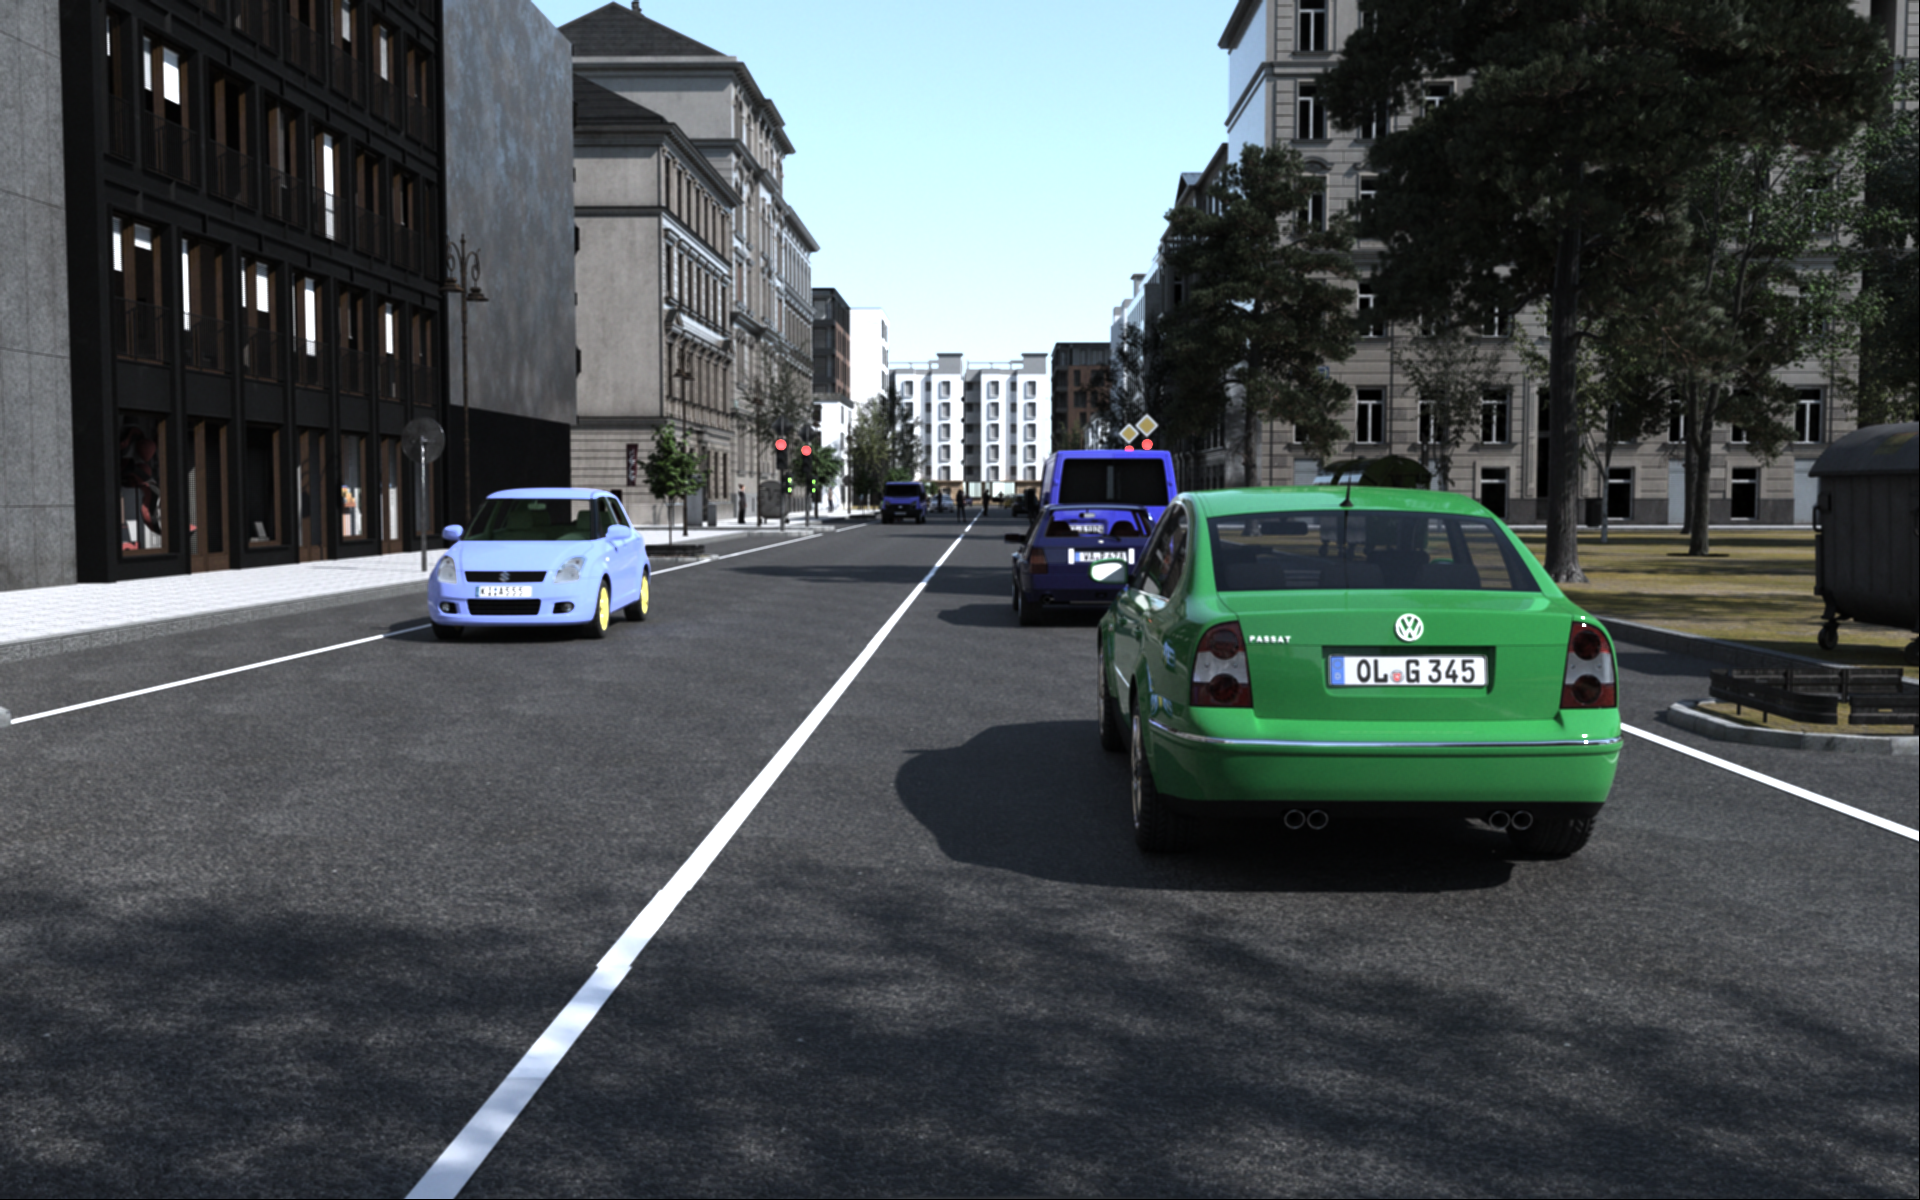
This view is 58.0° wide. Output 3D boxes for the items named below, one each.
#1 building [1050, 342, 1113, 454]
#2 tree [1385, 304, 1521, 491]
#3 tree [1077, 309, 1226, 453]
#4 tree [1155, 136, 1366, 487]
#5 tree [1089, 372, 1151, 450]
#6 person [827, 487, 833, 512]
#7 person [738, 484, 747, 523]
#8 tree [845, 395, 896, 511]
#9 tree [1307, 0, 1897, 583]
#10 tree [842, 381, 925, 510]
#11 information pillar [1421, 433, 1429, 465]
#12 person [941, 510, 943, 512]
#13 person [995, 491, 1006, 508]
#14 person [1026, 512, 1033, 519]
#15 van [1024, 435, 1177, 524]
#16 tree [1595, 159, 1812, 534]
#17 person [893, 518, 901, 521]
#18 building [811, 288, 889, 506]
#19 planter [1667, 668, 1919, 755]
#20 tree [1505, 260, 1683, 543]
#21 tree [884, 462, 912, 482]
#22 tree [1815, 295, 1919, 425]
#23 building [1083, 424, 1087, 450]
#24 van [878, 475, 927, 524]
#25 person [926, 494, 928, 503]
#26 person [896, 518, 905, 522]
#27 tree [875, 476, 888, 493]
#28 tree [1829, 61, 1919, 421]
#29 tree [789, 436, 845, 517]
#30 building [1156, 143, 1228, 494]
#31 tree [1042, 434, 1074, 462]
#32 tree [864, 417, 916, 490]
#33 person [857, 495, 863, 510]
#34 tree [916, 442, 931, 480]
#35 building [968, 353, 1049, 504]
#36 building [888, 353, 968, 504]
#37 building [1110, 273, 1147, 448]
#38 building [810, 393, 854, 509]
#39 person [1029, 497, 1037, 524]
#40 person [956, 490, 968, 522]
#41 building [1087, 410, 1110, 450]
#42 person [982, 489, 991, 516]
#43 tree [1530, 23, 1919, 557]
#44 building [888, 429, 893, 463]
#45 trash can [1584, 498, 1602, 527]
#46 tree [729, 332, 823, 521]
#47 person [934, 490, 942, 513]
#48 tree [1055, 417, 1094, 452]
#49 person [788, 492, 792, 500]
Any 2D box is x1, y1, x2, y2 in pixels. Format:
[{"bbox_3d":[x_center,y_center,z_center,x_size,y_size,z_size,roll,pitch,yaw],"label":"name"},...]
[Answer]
[{"bbox_3d":[29.431,-24.427,243.349,32.646,21.610,27.936,0,4,1],"label":"building"},{"bbox_3d":[16.241,-6.555,57.544,4.360,8.622,3.978,0,3,0],"label":"tree"},{"bbox_3d":[10.129,-9.306,86.572,8.767,10.594,7.601,0,4,3],"label":"tree"},{"bbox_3d":[8.868,-7.986,52.625,6.751,12.117,7.091,0,3,0],"label":"tree"},{"bbox_3d":[9.950,-9.455,104.947,4.360,8.622,3.978,0,3,0],"label":"tree"},{"bbox_3d":[-9.286,-7.087,122.440,0.750,1.759,0.617,3,4,39],"label":"person"},{"bbox_3d":[-9.423,-4.189,75.343,0.445,1.727,0.742,-2,4,-23],"label":"person"},{"bbox_3d":[-6.843,-10.987,130.001,4.737,8.622,4.395,0,3,0],"label":"tree"},{"bbox_3d":[9.052,-7.200,25.136,7.806,13.903,7.818,0,3,0],"label":"tree"},{"bbox_3d":[-6.244,-12.715,142.295,7.601,10.594,8.767,1,4,8],"label":"tree"},{"bbox_3d":[17.882,-4.607,66.681,0.183,3.616,0.504,3,5,40],"label":"information pillar"},{"bbox_3d":[-1.521,-7.827,139.707,0.421,1.427,0.697,-3,5,-45],"label":"person"},{"bbox_3d":[4.249,-10.445,179.406,1.348,1.807,0.705,1,4,10],"label":"person"},{"bbox_3d":[4.053,-5.526,100.319,0.593,1.643,0.415,1,4,21],"label":"person"},{"bbox_3d":[2.142,-1.345,26.379,2.240,2.365,5.245,0,4,1],"label":"van"},{"bbox_3d":[23.368,-8.138,55.108,6.751,12.117,7.091,0,3,0],"label":"tree"},{"bbox_3d":[-3.309,-4.931,90.997,0.647,1.594,0.662,3,5,44],"label":"person"},{"bbox_3d":[-22.597,-21.043,188.032,27.936,21.610,32.646,0,4,1],"label":"building"},{"bbox_3d":[5.437,0.651,10.495,1.991,0.319,1.994,0,4,1],"label":"planter"},{"bbox_3d":[16.899,-5.834,45.754,4.737,8.622,4.395,0,3,0],"label":"tree"},{"bbox_3d":[-6.326,-11.801,176.666,4.285,4.588,4.351,0,3,0],"label":"tree"},{"bbox_3d":[29.981,-6.416,55.259,4.737,8.622,4.395,0,3,0],"label":"tree"},{"bbox_3d":[19.526,-15.895,202.031,9.099,9.664,28.070,0,4,1],"label":"building"},{"bbox_3d":[-2.708,-4.885,84.254,2.240,2.365,5.245,0,4,2],"label":"van"},{"bbox_3d":[-3.938,-10.990,188.724,0.750,1.759,0.617,-2,4,-26],"label":"person"},{"bbox_3d":[-3.214,-4.934,90.114,0.756,1.711,0.436,2,4,34],"label":"person"},{"bbox_3d":[-7.004,-10.129,160.216,1.663,3.219,1.824,0,3,0],"label":"tree"},{"bbox_3d":[26.278,-8.278,42.000,9.857,13.997,8.962,0,3,0],"label":"tree"},{"bbox_3d":[-8.237,-7.039,98.805,4.285,4.588,4.351,0,3,0],"label":"tree"},{"bbox_3d":[19.572,-17.658,107.788,14.460,24.649,34.723,0,4,1],"label":"building"},{"bbox_3d":[11.574,-15.343,201.221,4.360,8.622,3.978,0,3,0],"label":"tree"},{"bbox_3d":[-6.827,-12.501,154.758,4.360,8.622,3.978,0,3,0],"label":"tree"},{"bbox_3d":[-8.041,-8.054,139.943,0.499,1.552,0.429,-3,5,-40],"label":"person"},{"bbox_3d":[-5.416,-14.540,188.098,4.360,8.622,3.978,0,3,0],"label":"tree"},{"bbox_3d":[6.259,-23.340,238.021,11.380,20.091,16.016,0,4,1],"label":"building"},{"bbox_3d":[-5.125,-23.335,237.951,11.380,20.091,16.016,0,4,1],"label":"building"},{"bbox_3d":[21.483,-18.188,153.791,16.016,20.091,11.380,0,4,1],"label":"building"},{"bbox_3d":[-14.201,-13.197,157.918,9.099,9.664,28.070,0,4,1],"label":"building"},{"bbox_3d":[3.274,-4.108,77.876,0.499,1.552,0.429,0,4,7],"label":"person"},{"bbox_3d":[0.096,-4.737,87.424,0.593,1.643,0.415,0,4,-6],"label":"person"},{"bbox_3d":[18.321,-14.173,173.868,9.099,9.664,28.070,0,4,1],"label":"building"},{"bbox_3d":[1.760,-6.411,114.011,0.565,1.739,0.600,3,4,37],"label":"person"},{"bbox_3d":[15.193,-6.697,35.258,9.928,11.665,9.643,0,3,0],"label":"tree"},{"bbox_3d":[-22.524,-16.525,212.328,28.070,9.664,9.099,0,4,1],"label":"building"},{"bbox_3d":[24.621,-3.404,67.306,0.748,1.137,0.748,0,3,0],"label":"trash can"},{"bbox_3d":[-8.018,-7.798,77.864,4.360,8.622,3.978,0,3,0],"label":"tree"},{"bbox_3d":[-1.676,-7.558,132.527,0.568,1.767,0.683,1,4,9],"label":"person"},{"bbox_3d":[10.773,-13.252,167.036,4.737,8.622,4.395,0,3,0],"label":"tree"},{"bbox_3d":[-10.159,-5.626,101.266,0.697,1.427,0.421,0,4,3],"label":"person"}]
